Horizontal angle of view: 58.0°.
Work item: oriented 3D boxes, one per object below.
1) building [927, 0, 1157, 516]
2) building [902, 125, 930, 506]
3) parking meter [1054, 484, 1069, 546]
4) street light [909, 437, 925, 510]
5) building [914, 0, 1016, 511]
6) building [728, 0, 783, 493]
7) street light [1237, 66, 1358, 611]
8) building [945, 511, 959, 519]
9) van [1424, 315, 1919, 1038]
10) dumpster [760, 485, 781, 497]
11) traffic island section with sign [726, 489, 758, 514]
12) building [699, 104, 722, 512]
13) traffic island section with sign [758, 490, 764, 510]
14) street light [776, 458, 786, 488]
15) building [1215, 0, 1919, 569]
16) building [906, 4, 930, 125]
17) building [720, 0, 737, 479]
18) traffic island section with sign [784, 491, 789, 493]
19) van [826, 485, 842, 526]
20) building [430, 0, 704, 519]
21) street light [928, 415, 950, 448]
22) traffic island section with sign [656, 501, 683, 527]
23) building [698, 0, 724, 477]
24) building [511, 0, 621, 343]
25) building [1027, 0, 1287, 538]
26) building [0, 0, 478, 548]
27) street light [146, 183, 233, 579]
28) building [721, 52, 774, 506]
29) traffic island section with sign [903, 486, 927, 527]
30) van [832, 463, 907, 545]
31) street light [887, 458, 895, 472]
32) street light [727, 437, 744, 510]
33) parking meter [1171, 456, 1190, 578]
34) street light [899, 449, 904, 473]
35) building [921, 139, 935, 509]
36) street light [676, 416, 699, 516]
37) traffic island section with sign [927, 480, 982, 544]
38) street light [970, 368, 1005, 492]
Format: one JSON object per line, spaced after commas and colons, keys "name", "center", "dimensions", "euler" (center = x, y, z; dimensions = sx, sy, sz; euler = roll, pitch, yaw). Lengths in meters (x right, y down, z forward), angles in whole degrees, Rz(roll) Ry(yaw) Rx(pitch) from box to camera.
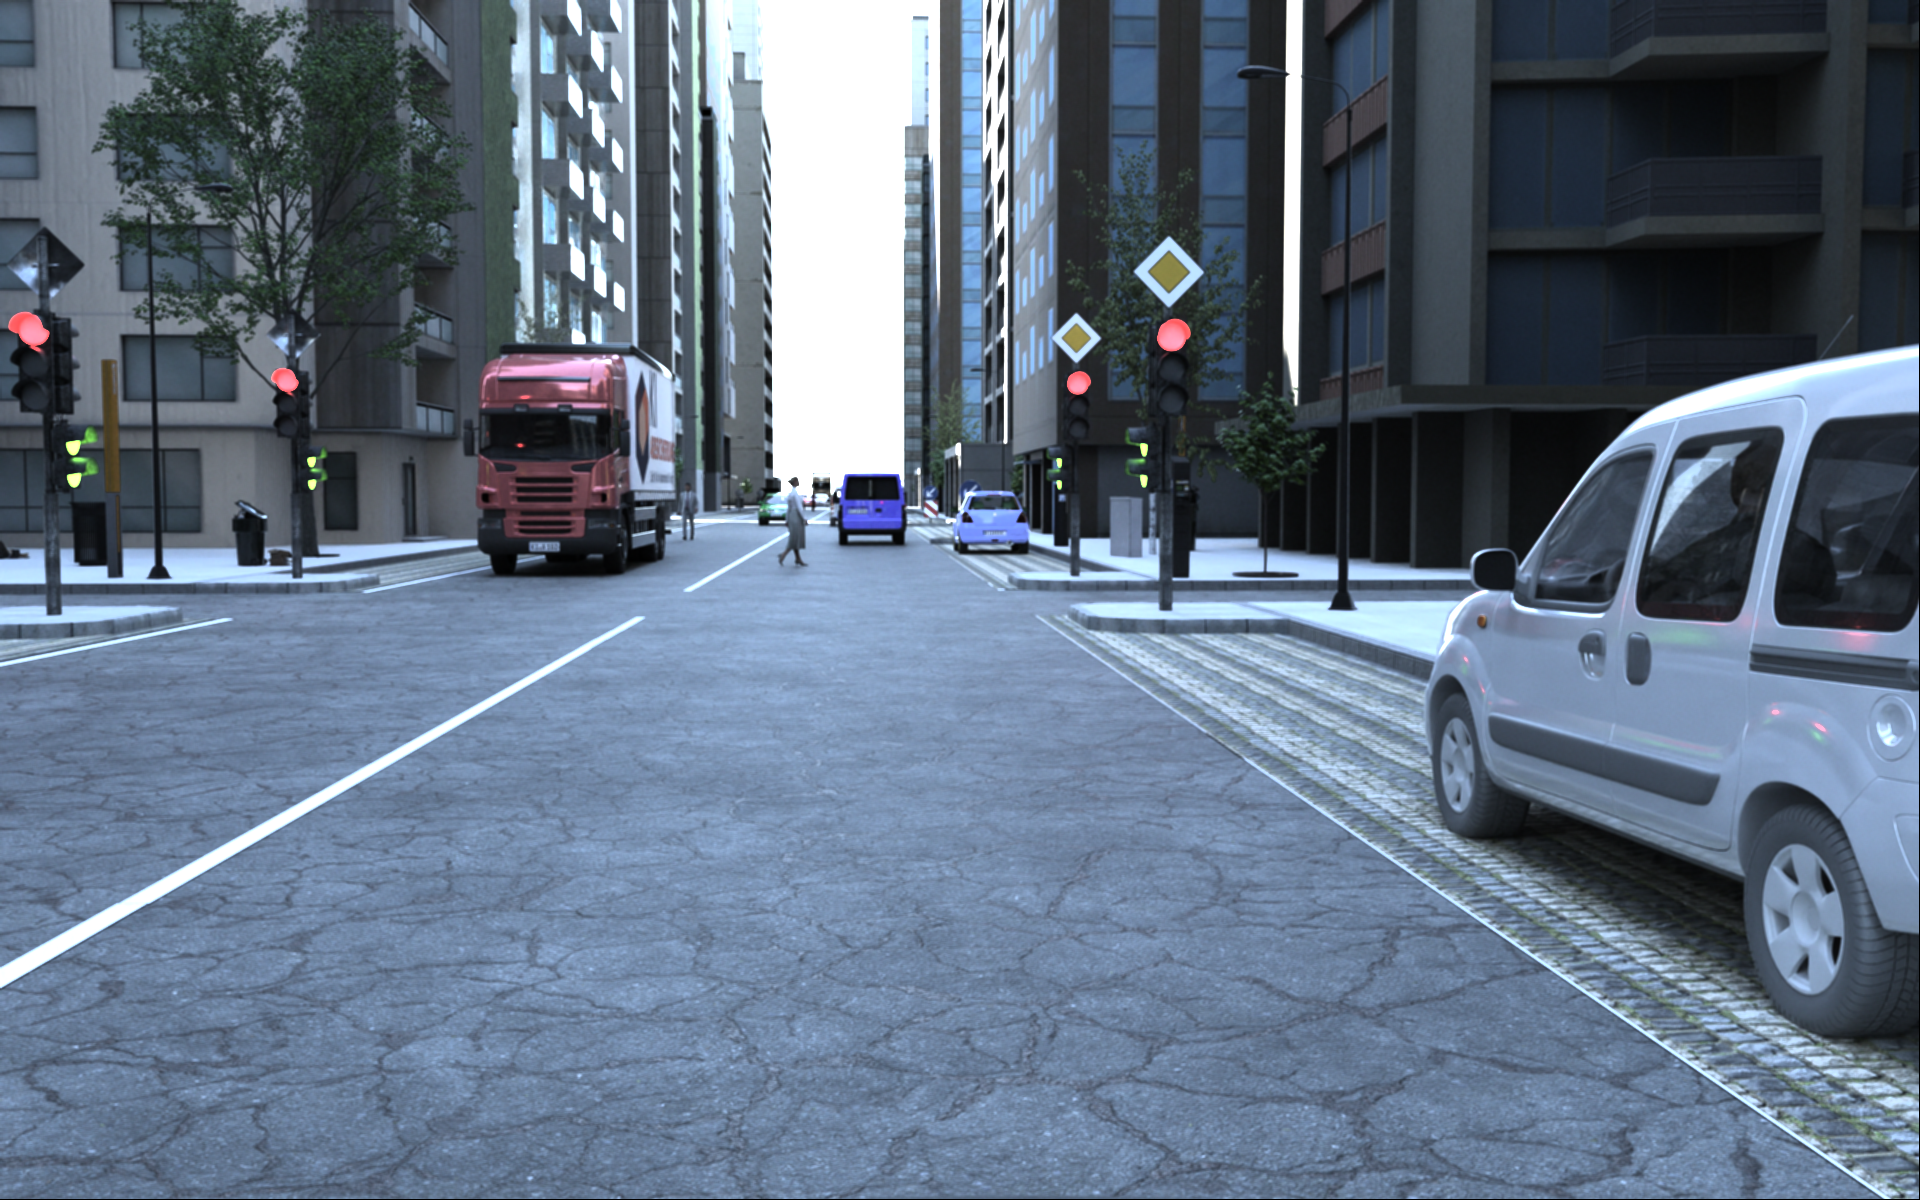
{"name": "building", "center": [5.084, -28.813, 121.204], "dimensions": [14.600, 45.320, 14.200], "euler": [0, 4, -3]}
{"name": "building", "center": [0.497, -31.298, 195.315], "dimensions": [14.154, 41.232, 14.086], "euler": [0, 4, -3]}
{"name": "parking meter", "center": [2.493, -2.087, 42.536], "dimensions": [0.372, 1.533, 0.369], "euler": [0, 3, 0]}
{"name": "street light", "center": [-3.454, -10.254, 140.192], "dimensions": [1.470, 5.913, 1.316], "euler": [0, 4, -3]}
{"name": "building", "center": [6.091, -44.558, 166.769], "dimensions": [20.563, 71.187, 20.611], "euler": [0, 4, -3]}
{"name": "building", "center": [-35.817, -49.366, 245.383], "dimensions": [20.563, 71.187, 20.611], "euler": [0, 4, -3]}
{"name": "street light", "center": [3.707, -2.842, 19.013], "dimensions": [1.470, 5.913, 1.316], "euler": [0, 4, -3]}
{"name": "building", "center": [9.921, -39.612, 85.906], "dimensions": [20.563, 71.187, 20.611], "euler": [0, 4, -3]}
{"name": "van", "center": [2.957, 0.063, 5.974], "dimensions": [2.013, 2.044, 4.112], "euler": [0, 4, -4]}
{"name": "dumpster", "center": [-17.954, -9.718, 163.832], "dimensions": [1.985, 2.255, 1.502], "euler": [0, 4, -2]}
{"name": "traffic island section with sign", "center": [-15.951, -7.166, 125.794], "dimensions": [1.989, 1.847, 2.006], "euler": [0, 4, -3]}
{"name": "building", "center": [-24.696, -21.498, 123.193], "dimensions": [14.160, 30.474, 14.107], "euler": [0, 4, -3]}
{"name": "traffic island section with sign", "center": [-17.534, -8.812, 152.703], "dimensions": [1.989, 1.847, 2.006], "euler": [0, 4, -3]}
{"name": "street light", "center": [-23.219, -15.370, 223.836], "dimensions": [1.470, 5.913, 1.316], "euler": [0, 4, -3]}
{"name": "building", "center": [20.732, -23.423, 37.598], "dimensions": [28.867, 44.769, 22.147], "euler": [0, 4, -3]}
{"name": "building", "center": [3.879, -41.260, 216.595], "dimensions": [21.231, 58.520, 28.212], "euler": [0, 4, -3]}
{"name": "building", "center": [-34.882, -34.790, 158.056], "dimensions": [28.713, 52.752, 27.495], "euler": [0, 4, -3]}
{"name": "traffic island section with sign", "center": [-20.824, -12.229, 208.563], "dimensions": [1.989, 1.847, 2.006], "euler": [0, 4, -3]}
{"name": "van", "center": [-5.040, -4.359, 78.282], "dimensions": [2.013, 2.044, 4.112], "euler": [0, 4, -3]}
{"name": "building", "center": [-23.879, -25.972, 108.233], "dimensions": [14.154, 41.232, 14.086], "euler": [0, 4, -3]}
{"name": "street light", "center": [-1.162, -7.921, 102.041], "dimensions": [1.470, 5.913, 1.316], "euler": [0, 4, -3]}
{"name": "traffic island section with sign", "center": [-13.032, -4.127, 76.098], "dimensions": [1.989, 1.847, 2.006], "euler": [0, 4, -3]}
{"name": "building", "center": [-26.351, -29.802, 137.373], "dimensions": [14.600, 45.320, 14.200], "euler": [0, 4, -3]}
{"name": "building", "center": [-27.681, -28.059, 78.380], "dimensions": [23.786, 49.044, 30.456], "euler": [0, 4, -3]}
{"name": "building", "center": [9.248, -24.818, 55.889], "dimensions": [14.600, 45.320, 14.200], "euler": [0, 4, -3]}
{"name": "building", "center": [-20.237, -22.149, 45.731], "dimensions": [14.154, 41.232, 14.086], "euler": [0, 4, -3]}
{"name": "street light", "center": [-11.568, -3.272, 26.031], "dimensions": [1.470, 5.913, 1.316], "euler": [0, 4, -3]}
{"name": "building", "center": [-32.158, -34.891, 194.165], "dimensions": [21.300, 48.544, 21.600], "euler": [0, 4, -3]}
{"name": "traffic island section with sign", "center": [-1.434, -4.170, 76.805], "dimensions": [1.989, 1.847, 2.006], "euler": [0, 4, -3]}
{"name": "van", "center": [-2.606, -2.822, 50.523], "dimensions": [2.240, 2.365, 5.245], "euler": [0, 4, -4]}
{"name": "street light", "center": [-8.361, -15.323, 223.078], "dimensions": [1.470, 5.913, 1.316], "euler": [0, 4, -3]}
{"name": "street light", "center": [-18.215, -10.268, 140.426], "dimensions": [1.470, 5.913, 1.316], "euler": [0, 4, -3]}
{"name": "parking meter", "center": [3.367, -1.277, 26.589], "dimensions": [0.255, 1.863, 0.399], "euler": [0, 4, -7]}
{"name": "street light", "center": [-5.572, -12.577, 178.173], "dimensions": [1.470, 5.913, 1.316], "euler": [0, 4, -3]}
{"name": "building", "center": [3.564, -23.169, 150.507], "dimensions": [14.160, 30.474, 14.107], "euler": [0, 4, -3]}
{"name": "street light", "center": [-16.121, -7.949, 102.505], "dimensions": [1.470, 5.913, 1.316], "euler": [0, 4, -3]}
{"name": "traffic island section with sign", "center": [0.152, -2.524, 49.896], "dimensions": [1.989, 1.847, 2.006], "euler": [0, 4, -3]}
{"name": "street light", "center": [1.065, -5.593, 63.993], "dimensions": [1.470, 5.913, 1.316], "euler": [0, 4, -3]}
